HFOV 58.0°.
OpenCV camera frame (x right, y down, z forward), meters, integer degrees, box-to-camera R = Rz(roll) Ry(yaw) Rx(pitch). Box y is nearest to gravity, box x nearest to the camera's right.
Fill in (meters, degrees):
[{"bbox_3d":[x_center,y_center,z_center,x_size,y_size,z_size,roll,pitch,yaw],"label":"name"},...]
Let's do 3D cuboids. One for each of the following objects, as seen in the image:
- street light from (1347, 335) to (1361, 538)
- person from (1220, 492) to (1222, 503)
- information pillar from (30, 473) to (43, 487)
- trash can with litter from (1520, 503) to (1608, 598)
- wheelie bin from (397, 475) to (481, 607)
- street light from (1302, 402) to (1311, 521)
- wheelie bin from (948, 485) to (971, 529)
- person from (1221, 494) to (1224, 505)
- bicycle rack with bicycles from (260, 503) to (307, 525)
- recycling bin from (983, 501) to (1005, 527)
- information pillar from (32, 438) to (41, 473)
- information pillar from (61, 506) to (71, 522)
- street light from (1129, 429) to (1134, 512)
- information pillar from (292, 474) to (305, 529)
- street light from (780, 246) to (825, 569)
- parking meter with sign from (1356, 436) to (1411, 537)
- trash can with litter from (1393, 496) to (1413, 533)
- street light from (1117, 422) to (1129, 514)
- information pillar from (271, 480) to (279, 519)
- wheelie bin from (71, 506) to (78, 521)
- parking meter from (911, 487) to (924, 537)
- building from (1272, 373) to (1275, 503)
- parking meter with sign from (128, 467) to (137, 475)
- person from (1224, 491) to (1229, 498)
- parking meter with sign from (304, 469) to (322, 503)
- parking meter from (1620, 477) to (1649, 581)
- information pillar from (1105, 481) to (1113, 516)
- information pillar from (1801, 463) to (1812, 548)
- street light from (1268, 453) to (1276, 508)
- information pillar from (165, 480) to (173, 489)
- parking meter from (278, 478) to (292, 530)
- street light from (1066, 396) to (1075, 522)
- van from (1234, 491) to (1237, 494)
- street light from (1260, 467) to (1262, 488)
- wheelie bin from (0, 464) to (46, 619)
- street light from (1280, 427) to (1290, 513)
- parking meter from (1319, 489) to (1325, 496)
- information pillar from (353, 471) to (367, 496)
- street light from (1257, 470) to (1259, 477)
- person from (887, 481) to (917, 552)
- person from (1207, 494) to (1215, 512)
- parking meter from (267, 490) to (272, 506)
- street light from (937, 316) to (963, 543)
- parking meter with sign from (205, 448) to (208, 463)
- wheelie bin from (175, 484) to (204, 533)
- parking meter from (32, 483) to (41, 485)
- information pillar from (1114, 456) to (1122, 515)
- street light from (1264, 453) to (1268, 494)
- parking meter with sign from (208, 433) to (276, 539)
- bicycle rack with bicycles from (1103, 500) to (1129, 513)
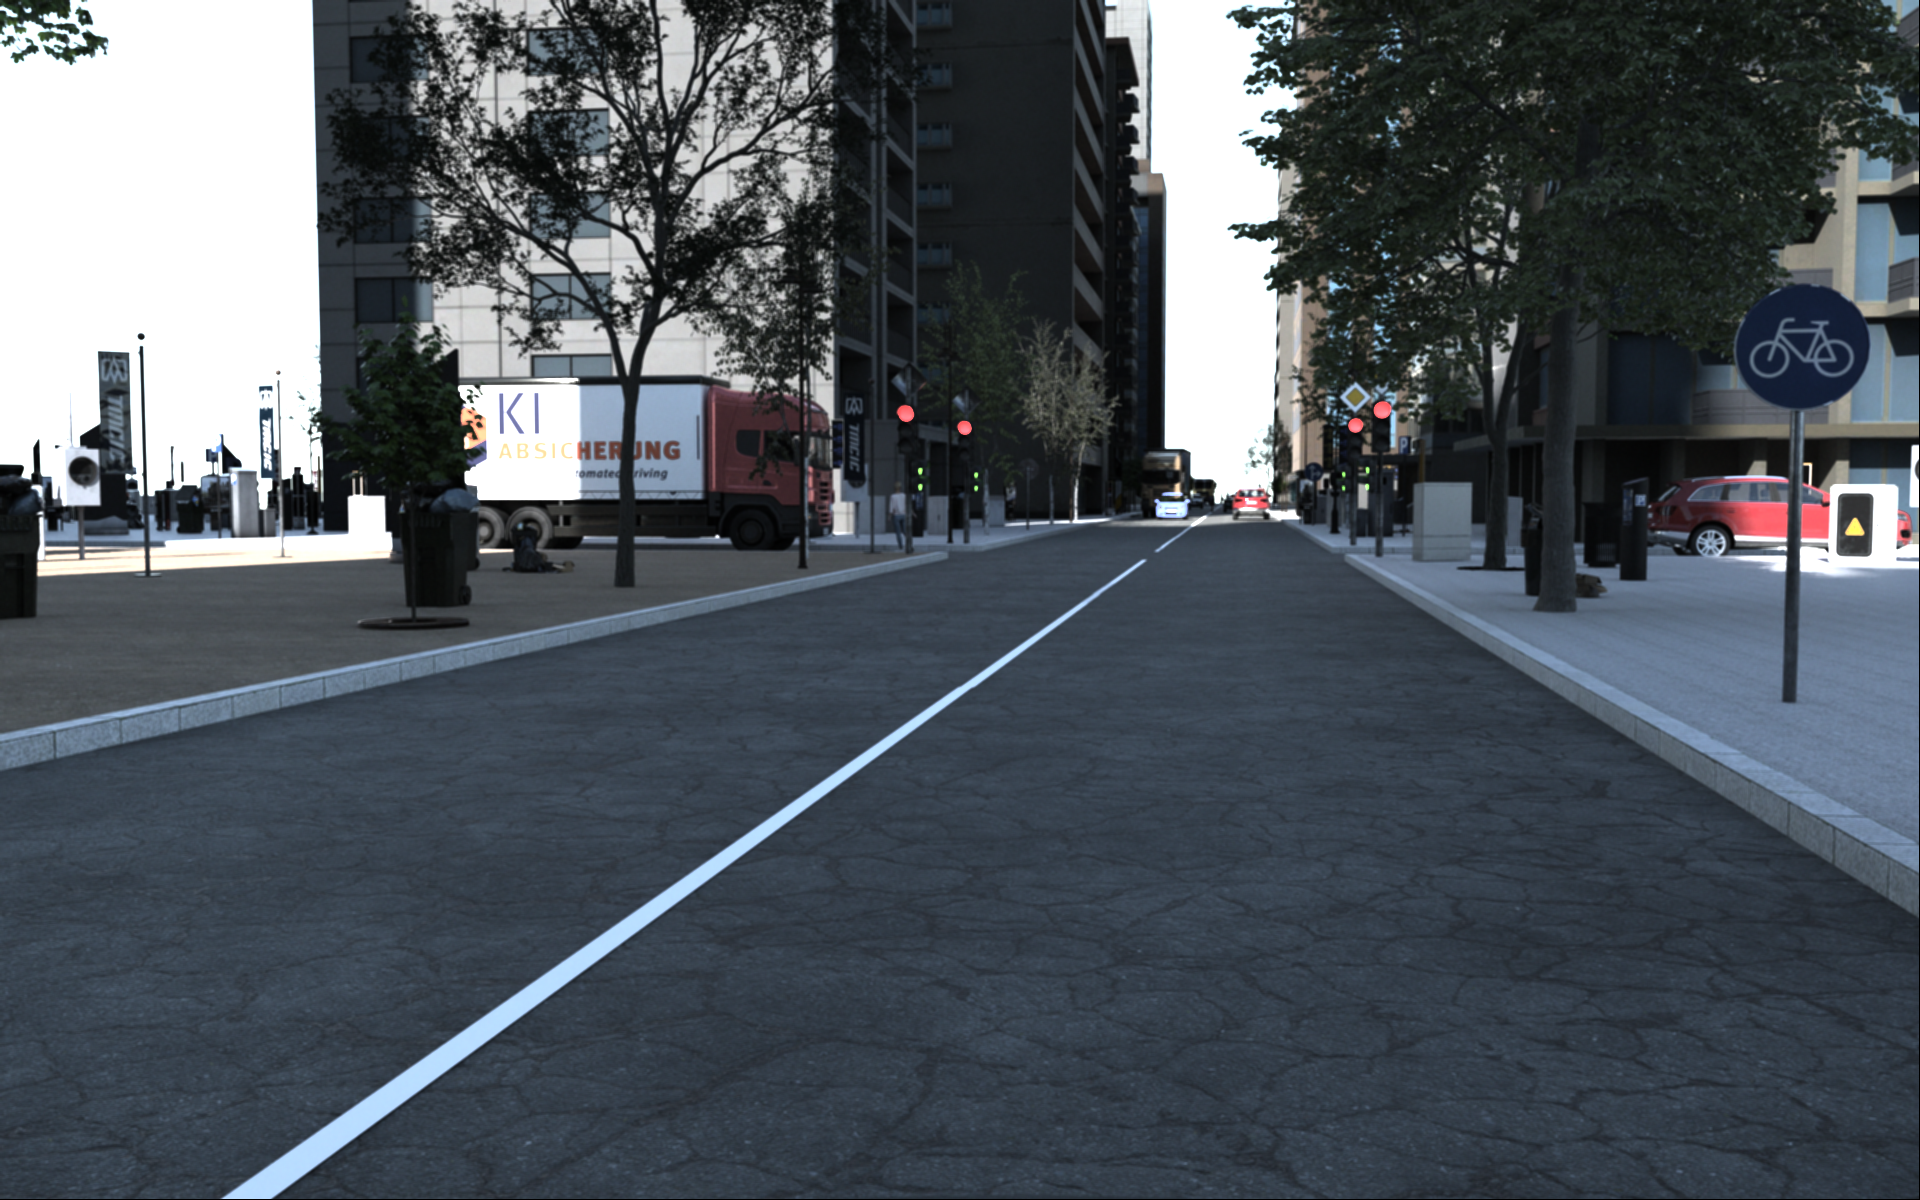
[{"bbox_3d":[11.430,-4.743,50.333,0.468,5.910,1.993,1,4,9],"label":"street light"},{"bbox_3d":[39.970,-15.618,264.654,0.445,1.727,0.742,0,4,8],"label":"person"},{"bbox_3d":[-31.510,-3.342,59.136,0.304,2.012,0.304,-1,4,-14],"label":"information pillar"},{"bbox_3d":[7.603,-0.635,21.776,1.055,1.170,0.624,3,5,39],"label":"trash can with litter"},{"bbox_3d":[-5.982,-0.728,19.817,0.980,1.594,0.693,0,4,4],"label":"wheelie bin"},{"bbox_3d":[16.643,-6.763,83.365,0.468,5.910,1.993,1,4,9],"label":"street light"},{"bbox_3d":[-0.032,-3.400,63.494,0.980,1.594,0.693,2,4,35],"label":"wheelie bin"},{"bbox_3d":[35.451,-13.592,233.958,0.599,1.433,0.991,0,4,-5],"label":"person"},{"bbox_3d":[-28.784,-3.610,72.402,2.852,0.926,2.925,1,4,19],"label":"bicycle rack with bicycles"},{"bbox_3d":[1.323,-3.383,67.860,0.722,1.027,0.722,-1,4,-13],"label":"recycling bin"},{"bbox_3d":[-38.376,-4.936,72.064,0.183,3.616,0.504,0,4,1],"label":"information pillar"},{"bbox_3d":[-41.405,-4.626,80.130,0.304,2.012,0.304,2,4,32],"label":"information pillar"},{"bbox_3d":[11.828,-9.046,120.691,0.468,5.910,1.993,1,4,9],"label":"street light"},{"bbox_3d":[-24.015,-3.570,62.859,0.304,2.012,0.304,2,4,26],"label":"information pillar"},{"bbox_3d":[-2.715,-3.481,29.703,0.468,5.910,1.993,1,4,9],"label":"street light"},{"bbox_3d":[12.623,-3.412,52.043,1.738,3.016,0.543,-1,4,-17],"label":"parking meter with sign"},{"bbox_3d":[14.868,-2.816,57.094,2.233,1.210,1.678,1,4,10],"label":"trash can with litter"},{"bbox_3d":[10.357,-8.471,111.281,0.468,5.910,1.993,1,4,9],"label":"street light"},{"bbox_3d":[-35.215,-5.170,89.014,0.304,2.012,0.304,-2,4,-28],"label":"information pillar"},{"bbox_3d":[-42.621,-4.640,83.772,0.693,1.594,0.980,-3,5,-43],"label":"wheelie bin"},{"bbox_3d":[-1.278,-2.642,51.603,0.372,1.533,0.369,0,3,0],"label":"parking meter"},{"bbox_3d":[57.293,-24.014,237.668,27.650,21.520,28.899,1,4,9],"label":"building"},{"bbox_3d":[-52.688,-6.968,110.192,0.543,3.016,1.738,-2,4,-29],"label":"parking meter with sign"},{"bbox_3d":[31.350,-11.913,203.282,0.705,1.822,1.348,-1,4,-18],"label":"person"},{"bbox_3d":[-46.003,-7.713,122.363,1.738,3.016,0.543,-1,4,-23],"label":"parking meter with sign"},{"bbox_3d":[10.034,-1.062,25.774,0.372,1.533,0.369,0,3,0],"label":"parking meter"},{"bbox_3d":[8.820,-6.059,103.550,0.304,2.012,0.304,0,4,7],"label":"information pillar"},{"bbox_3d":[20.236,-2.271,41.629,0.304,2.012,0.304,1,4,11],"label":"information pillar"},{"bbox_3d":[28.681,-11.347,158.304,0.468,5.910,1.993,1,4,9],"label":"street light"},{"bbox_3d":[-42.210,-5.383,92.500,0.304,2.012,0.304,0,4,-6],"label":"information pillar"},{"bbox_3d":[-24.028,-3.423,61.674,0.255,1.863,0.399,3,4,38],"label":"parking meter"},{"bbox_3d":[5.032,-6.451,78.267,0.468,5.910,1.993,1,4,9],"label":"street light"},{"bbox_3d":[41.414,-15.309,257.314,2.013,2.044,4.112,1,4,9],"label":"van"},{"bbox_3d":[36.649,-14.396,208.155,0.468,5.910,1.993,1,4,9],"label":"street light"},{"bbox_3d":[-9.939,-0.613,17.933,0.693,1.594,0.980,2,4,27],"label":"wheelie bin"},{"bbox_3d":[23.358,-9.327,125.290,0.468,5.910,1.993,1,4,9],"label":"street light"},{"bbox_3d":[17.489,-4.598,83.588,0.372,1.533,0.369,0,3,0],"label":"parking meter"},{"bbox_3d":[-19.315,-3.137,55.783,0.304,2.012,0.304,1,4,10],"label":"information pillar"},{"bbox_3d":[41.967,-16.450,241.736,0.468,5.910,1.993,1,4,9],"label":"street light"},{"bbox_3d":[-1.335,-2.021,42.208,0.731,1.740,0.598,-3,5,-44],"label":"person"},{"bbox_3d":[20.182,-7.808,139.401,0.697,1.427,0.421,-1,4,-16],"label":"person"},{"bbox_3d":[-39.910,-5.615,100.214,0.372,1.533,0.369,0,3,0],"label":"parking meter"},{"bbox_3d":[-0.256,-4.422,45.090,0.468,5.910,1.993,1,4,9],"label":"street light"},{"bbox_3d":[-27.682,-4.228,65.391,1.738,3.016,0.543,2,4,31],"label":"parking meter with sign"},{"bbox_3d":[-25.151,-2.975,56.547,0.980,1.594,0.693,1,4,18],"label":"wheelie bin"},{"bbox_3d":[-20.732,-1.853,38.701,0.372,1.533,0.369,0,3,0],"label":"parking meter"},{"bbox_3d":[9.805,-7.091,107.290,0.183,3.616,0.504,-3,5,-40],"label":"information pillar"},{"bbox_3d":[34.036,-13.407,191.991,0.468,5.910,1.993,1,4,9],"label":"street light"},{"bbox_3d":[-20.789,-3.307,50.335,0.543,3.016,1.738,2,4,34],"label":"parking meter with sign"},{"bbox_3d":[10.097,-6.182,114.455,2.852,0.926,2.925,0,4,7],"label":"bicycle rack with bicycles"}]
